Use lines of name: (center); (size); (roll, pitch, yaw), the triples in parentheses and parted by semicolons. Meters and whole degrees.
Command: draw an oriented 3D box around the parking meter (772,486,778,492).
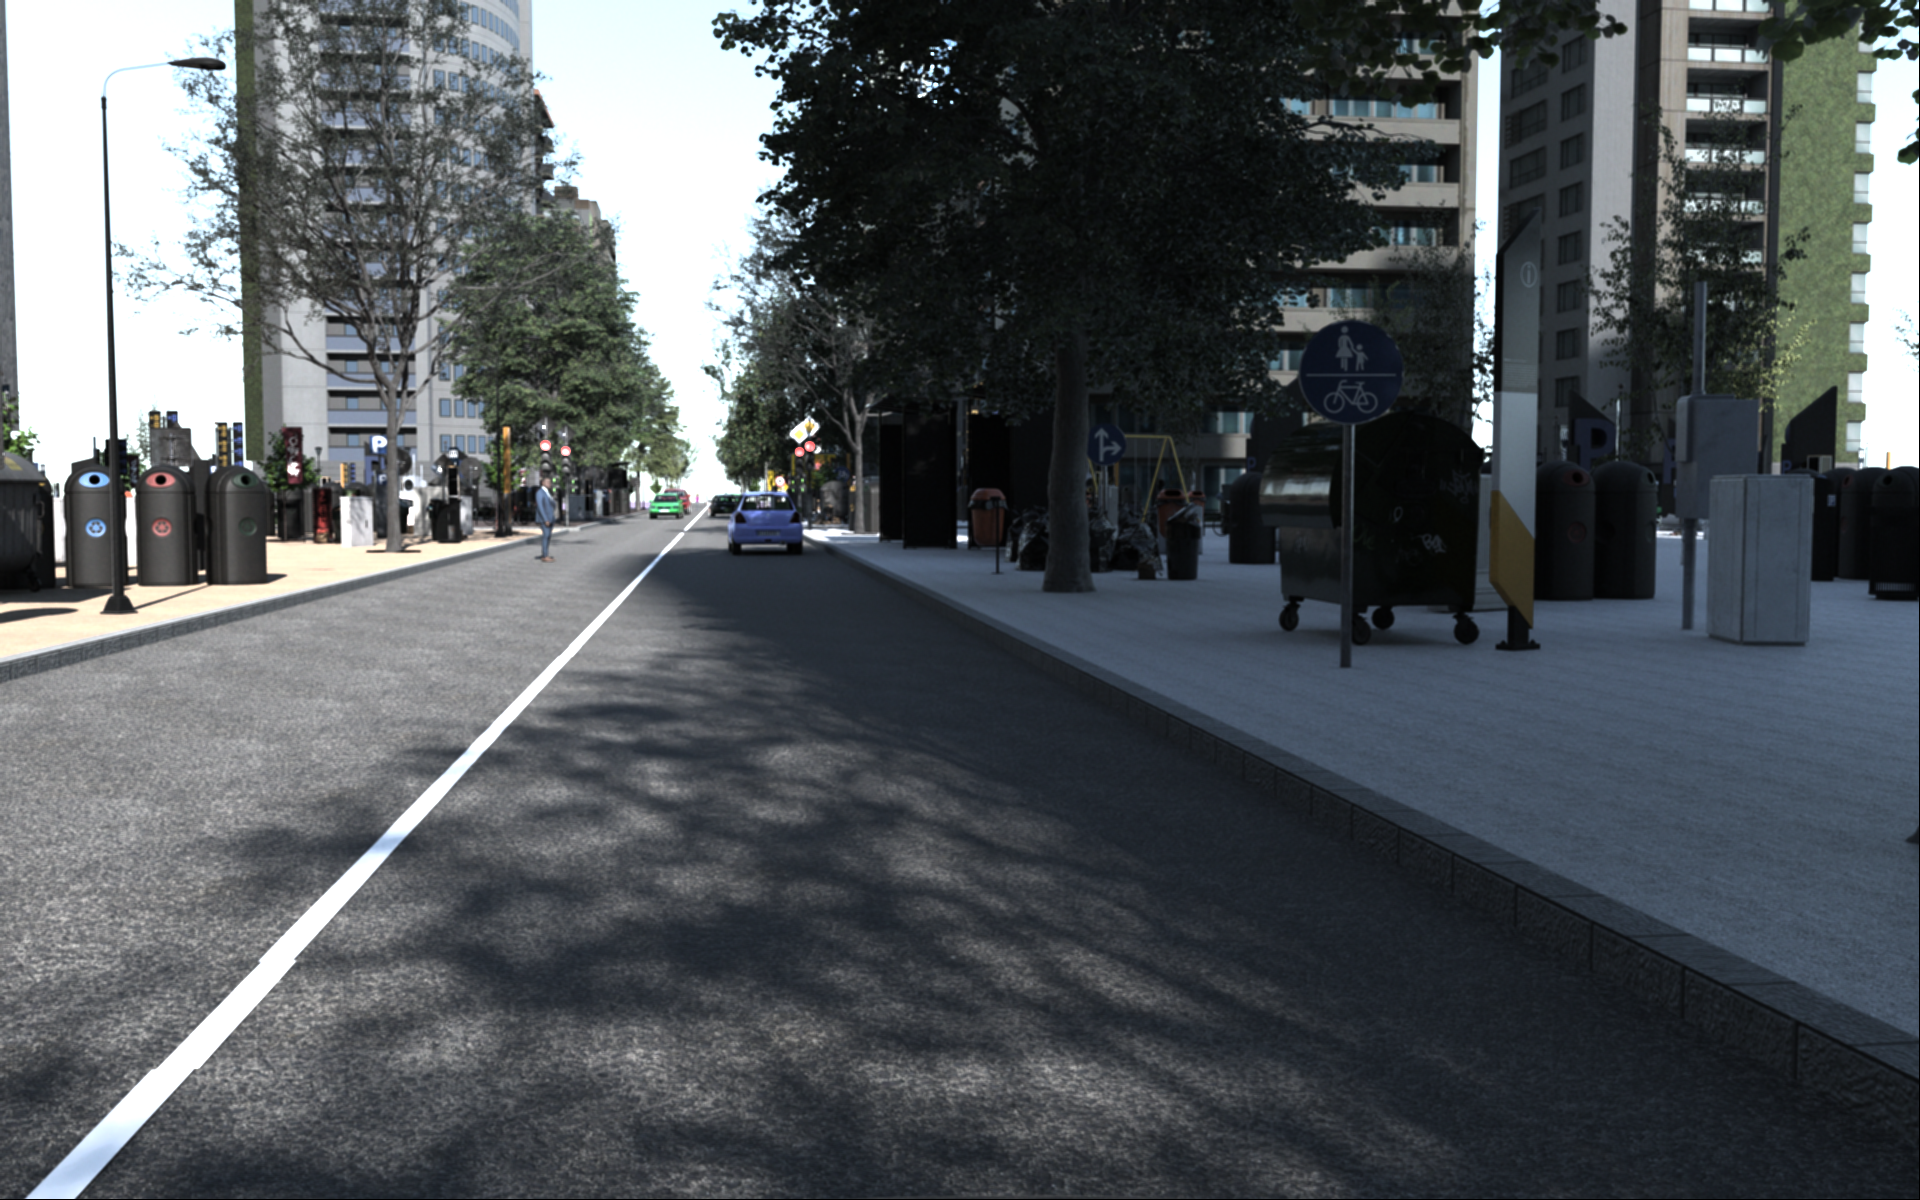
parking meter: (-12.830, -6.983, 119.890); (0.399, 1.863, 0.255); (-1, 4, -13)

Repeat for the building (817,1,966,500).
building: (-10.141, -57.836, 258.289); (22.319, 86.520, 31.000); (0, 4, -8)

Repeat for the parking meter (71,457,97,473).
parking meter: (-13.662, -1.303, 27.008); (0.399, 1.863, 0.255); (-2, 4, -26)

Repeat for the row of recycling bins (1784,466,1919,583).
row of recycling bins: (13.686, -1.189, 26.557); (1.069, 1.692, 3.534); (0, 4, -4)

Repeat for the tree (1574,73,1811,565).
tree: (13.169, -4.948, 31.267); (4.360, 8.622, 3.978); (0, 3, 0)

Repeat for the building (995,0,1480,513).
building: (12.928, -28.621, 91.658); (21.600, 48.544, 21.300); (0, 4, -8)

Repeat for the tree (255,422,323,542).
tree: (-18.194, -3.181, 46.615); (1.663, 3.219, 1.824); (0, 3, 0)

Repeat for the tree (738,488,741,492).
tree: (-36.903, -21.355, 299.518); (4.360, 8.622, 3.978); (0, 3, 0)

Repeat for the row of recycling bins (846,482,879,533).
row of recycling bins: (-3.063, -3.160, 58.780); (1.069, 1.692, 3.534); (-1, 4, -13)

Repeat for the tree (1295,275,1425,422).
tree: (13.369, -6.551, 57.468); (4.737, 8.622, 4.395); (0, 3, 0)

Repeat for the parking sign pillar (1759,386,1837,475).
parking sign pillar: (21.130, -3.345, 43.167); (1.447, 3.967, 1.447); (-1, 4, -17)

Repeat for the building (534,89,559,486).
building: (-54.494, -32.296, 182.667); (22.147, 44.769, 28.867); (0, 4, -8)

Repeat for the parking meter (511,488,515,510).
parking meter: (-25.039, -5.553, 96.503); (0.255, 1.863, 0.399); (3, 4, 36)

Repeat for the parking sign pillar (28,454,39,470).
parking sign pillar: (-56.778, -7.186, 105.962); (1.447, 3.967, 1.447); (-3, 5, -42)

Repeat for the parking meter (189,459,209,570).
parking meter: (-12.858, -1.443, 29.303); (0.255, 1.863, 0.399); (-3, 4, -36)

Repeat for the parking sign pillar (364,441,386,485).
parking sign pillar: (-29.703, -6.112, 88.403); (1.447, 3.967, 1.447); (-1, 4, -9)

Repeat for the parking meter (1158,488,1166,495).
parking meter: (8.823, -4.132, 75.972); (0.372, 1.533, 0.369); (0, 3, 0)

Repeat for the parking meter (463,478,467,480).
parking meter: (-17.490, -3.384, 61.032); (0.255, 1.863, 0.399); (-1, 4, -12)

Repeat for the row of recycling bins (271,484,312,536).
row of recycling bins: (-21.717, -2.779, 52.557); (3.534, 1.692, 1.069); (0, 4, -5)

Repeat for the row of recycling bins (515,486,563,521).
row of recycling bins: (-20.438, -4.709, 84.106); (1.069, 1.692, 3.534); (-3, 5, -44)

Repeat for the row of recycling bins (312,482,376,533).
row of recycling bins: (-20.596, -3.108, 57.932); (1.069, 1.692, 3.534); (3, 4, 36)

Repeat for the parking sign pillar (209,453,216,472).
parking sign pillar: (-48.147, -7.632, 113.249); (1.447, 3.967, 1.447); (-3, 5, -42)

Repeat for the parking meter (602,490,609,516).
parking meter: (-20.786, -5.702, 101.637); (0.372, 1.533, 0.369); (0, 3, 0)

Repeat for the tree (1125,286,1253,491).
tree: (7.598, -6.589, 58.099); (4.360, 8.622, 3.978); (0, 3, 0)

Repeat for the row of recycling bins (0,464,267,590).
row of recycling bins: (-11.580, -1.041, 24.129); (3.534, 1.692, 1.069); (-2, 4, -25)

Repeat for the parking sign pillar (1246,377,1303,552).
parking sign pillar: (7.115, -3.105, 39.246); (1.447, 3.967, 1.447); (-2, 4, -29)

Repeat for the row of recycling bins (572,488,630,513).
row of recycling bins: (-23.647, -6.588, 114.831); (3.534, 1.692, 1.069); (0, 4, -2)

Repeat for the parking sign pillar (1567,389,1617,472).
parking sign pillar: (16.358, -3.439, 44.696); (1.447, 3.967, 1.447); (-1, 4, -14)

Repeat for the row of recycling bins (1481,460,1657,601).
row of recycling bins: (6.860, -0.845, 20.927); (3.534, 1.692, 1.069); (-1, 4, -22)

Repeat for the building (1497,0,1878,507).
building: (38.738, -25.095, 93.895); (14.086, 41.232, 14.154); (0, 4, -8)

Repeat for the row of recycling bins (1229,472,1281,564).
row of recycling bins: (6.766, -1.521, 31.974); (3.534, 1.692, 1.069); (0, 4, -1)

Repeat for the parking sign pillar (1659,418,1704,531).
parking sign pillar: (25.225, -4.404, 60.475); (1.447, 3.967, 1.447); (-2, 4, -34)

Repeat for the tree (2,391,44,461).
tree: (-15.647, -2.027, 27.746); (1.663, 3.219, 1.824); (0, 3, 0)

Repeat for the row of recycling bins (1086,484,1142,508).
row of recycling bins: (6.467, -4.039, 73.148); (1.069, 1.692, 3.534); (-2, 4, -30)

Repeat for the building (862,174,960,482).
building: (5.502, -30.257, 186.579); (32.217, 40.220, 23.993); (0, 4, -8)

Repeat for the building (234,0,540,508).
building: (-49.961, -37.437, 154.096); (21.231, 58.520, 28.212); (0, 4, -8)

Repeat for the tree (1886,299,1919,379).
tree: (25.443, -5.637, 42.535); (4.360, 8.622, 3.978); (0, 3, 0)

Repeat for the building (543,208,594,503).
building: (-58.520, -34.074, 240.704); (14.154, 41.232, 14.086); (0, 4, -8)

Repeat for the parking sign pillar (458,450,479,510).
parking sign pillar: (-28.276, -6.775, 99.240); (1.447, 3.967, 1.447); (3, 5, 43)

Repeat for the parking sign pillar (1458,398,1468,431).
parking sign pillar: (13.614, -3.608, 47.464); (1.447, 3.967, 1.447); (1, 4, 22)

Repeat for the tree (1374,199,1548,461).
tree: (12.263, -5.679, 43.214); (4.360, 8.622, 3.978); (0, 3, 0)

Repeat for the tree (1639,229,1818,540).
tree: (21.120, -5.983, 48.188); (4.737, 8.622, 4.395); (0, 3, 0)

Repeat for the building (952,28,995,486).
building: (11.119, -29.002, 128.812); (22.147, 44.769, 28.867); (0, 4, -8)

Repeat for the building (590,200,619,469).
building: (-68.063, -40.531, 286.375); (21.300, 48.544, 21.600); (0, 4, -8)

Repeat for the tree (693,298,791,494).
tree: (-19.778, -19.147, 168.938); (12.611, 20.169, 13.585); (0, 3, 0)

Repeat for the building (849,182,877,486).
building: (-6.283, -31.835, 204.104); (14.154, 41.232, 14.086); (0, 4, -8)

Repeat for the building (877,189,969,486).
building: (-1.177, -24.162, 166.757); (14.160, 30.474, 14.107); (0, 4, -8)

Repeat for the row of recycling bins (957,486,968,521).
row of recycling bins: (0.255, -4.741, 84.625); (1.069, 1.692, 3.534); (-1, 4, -10)

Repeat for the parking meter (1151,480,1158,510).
parking meter: (8.093, -4.058, 72.067); (0.255, 1.863, 0.399); (0, 4, 8)

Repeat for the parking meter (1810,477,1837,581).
parking meter: (12.711, -1.049, 25.566); (0.372, 1.533, 0.369); (0, 3, 0)

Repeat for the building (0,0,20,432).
building: (-30.382, -16.330, 38.700); (14.107, 30.474, 14.160); (0, 4, -8)

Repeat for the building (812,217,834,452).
building: (-13.455, -41.006, 290.049); (23.786, 49.044, 30.456); (0, 4, -8)

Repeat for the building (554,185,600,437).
building: (-60.736, -36.967, 254.524); (14.600, 45.320, 14.200); (0, 4, -8)

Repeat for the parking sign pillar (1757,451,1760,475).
parking sign pillar: (36.284, -5.511, 78.574); (1.447, 3.967, 1.447); (2, 4, 31)
